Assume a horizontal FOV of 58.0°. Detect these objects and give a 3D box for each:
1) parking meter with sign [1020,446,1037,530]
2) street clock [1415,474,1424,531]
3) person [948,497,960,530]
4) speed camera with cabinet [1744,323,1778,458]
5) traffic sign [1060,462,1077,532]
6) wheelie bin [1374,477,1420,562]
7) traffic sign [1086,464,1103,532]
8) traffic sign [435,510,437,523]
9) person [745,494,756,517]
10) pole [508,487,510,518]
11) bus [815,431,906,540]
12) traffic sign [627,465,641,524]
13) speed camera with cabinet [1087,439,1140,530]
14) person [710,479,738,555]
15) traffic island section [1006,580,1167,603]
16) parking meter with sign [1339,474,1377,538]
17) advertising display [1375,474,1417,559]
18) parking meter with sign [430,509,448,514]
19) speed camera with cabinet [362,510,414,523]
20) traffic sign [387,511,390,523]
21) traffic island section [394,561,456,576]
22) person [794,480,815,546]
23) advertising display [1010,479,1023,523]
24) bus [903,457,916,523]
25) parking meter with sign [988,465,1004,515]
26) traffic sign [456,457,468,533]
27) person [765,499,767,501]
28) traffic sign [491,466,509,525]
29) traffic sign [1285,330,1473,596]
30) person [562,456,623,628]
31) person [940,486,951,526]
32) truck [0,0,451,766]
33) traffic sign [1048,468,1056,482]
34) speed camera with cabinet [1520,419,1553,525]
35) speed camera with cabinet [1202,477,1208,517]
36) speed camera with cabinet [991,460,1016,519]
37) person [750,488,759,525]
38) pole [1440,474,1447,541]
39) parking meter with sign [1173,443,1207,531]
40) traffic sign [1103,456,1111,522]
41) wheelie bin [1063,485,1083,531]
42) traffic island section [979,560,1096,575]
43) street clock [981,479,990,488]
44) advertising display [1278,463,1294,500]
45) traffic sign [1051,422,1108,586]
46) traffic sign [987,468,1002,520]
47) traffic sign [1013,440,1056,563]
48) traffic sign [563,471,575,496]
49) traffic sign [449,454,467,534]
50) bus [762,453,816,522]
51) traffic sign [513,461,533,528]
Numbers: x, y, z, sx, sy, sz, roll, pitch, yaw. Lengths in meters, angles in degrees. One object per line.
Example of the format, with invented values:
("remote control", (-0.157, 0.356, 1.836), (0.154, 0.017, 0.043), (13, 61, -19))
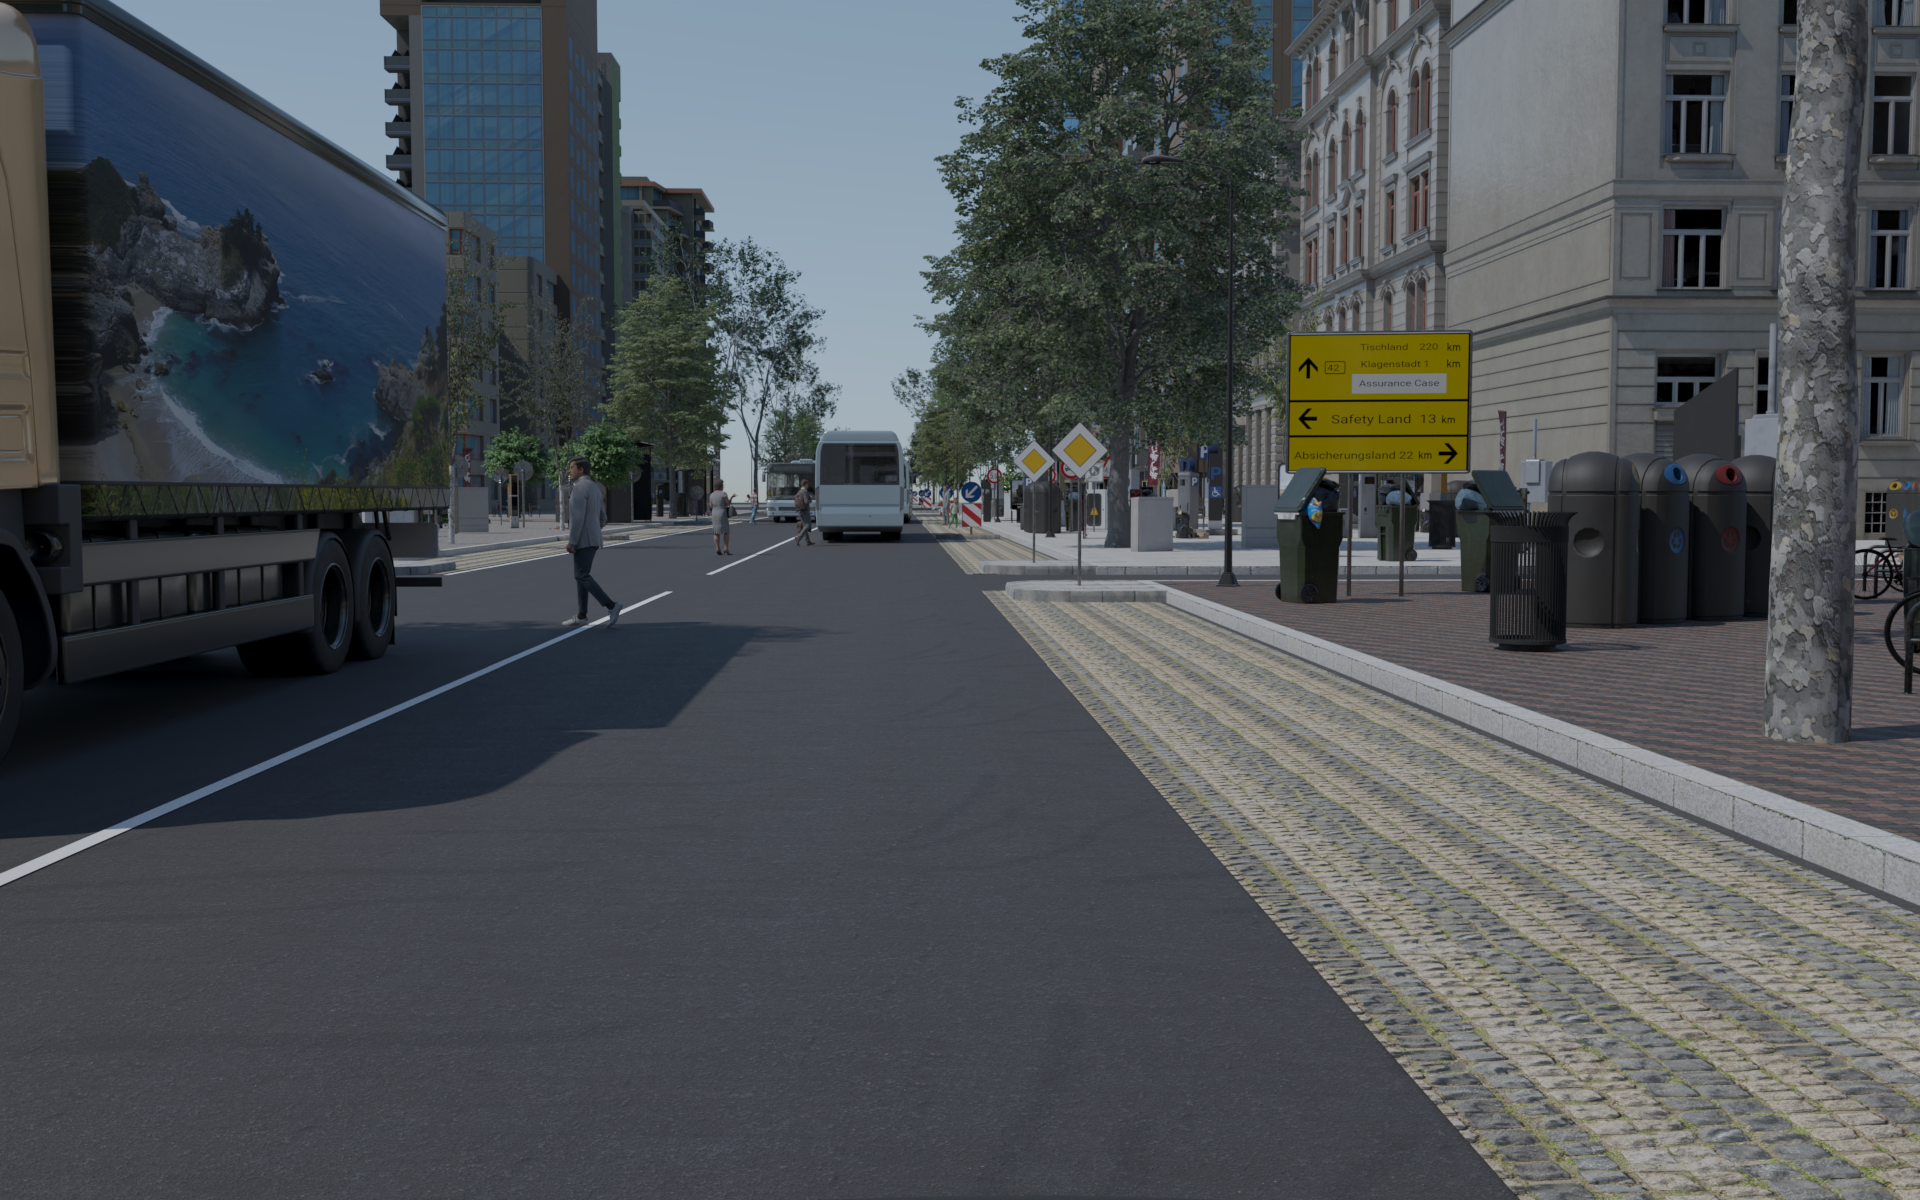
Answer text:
("parking meter with sign", (2.512, -4.053, 62.524), (0.543, 3.016, 1.738), (1, 4, 11))
("street clock", (15.997, -3.434, 60.720), (0.358, 2.002, 0.471), (-3, 5, -44))
("person", (-0.242, -3.478, 69.606), (0.306, 1.304, 0.590), (-3, 5, -44))
("speed camera with cabinet", (8.890, -1.553, 19.735), (2.038, 3.252, 0.660), (-2, 4, -23))
("traffic sign", (3.775, -3.581, 58.655), (0.768, 2.556, 0.104), (0, 4, 5))
("wheelie bin", (8.341, -1.540, 33.091), (0.693, 1.594, 0.980), (-1, 4, -16))
("traffic sign", (4.522, -3.441, 58.382), (0.606, 2.300, 0.079), (0, 4, -2))
("traffic sign", (-15.436, -3.118, 50.979), (0.884, 2.594, 0.081), (0, 4, 1))
("person", (-13.062, -5.907, 108.269), (0.628, 1.438, 0.799), (1, 4, 10))
("pole", (-24.165, -6.061, 92.944), (0.158, 3.312, 0.155), (0, 3, 0))
("bus", (-3.180, -3.786, 56.757), (2.948, 3.499, 13.247), (0, 4, -2))
("traffic sign", (-14.077, -4.541, 74.350), (0.768, 2.556, 0.104), (0, 4, 1))
("speed camera with cabinet", (5.447, -4.153, 62.239), (2.038, 3.252, 0.660), (3, 5, 39))
("person", (-5.498, -1.944, 40.641), (0.716, 1.782, 0.532), (2, 4, 27))
("traffic island section", (1.689, -0.119, 24.227), (2.009, 0.180, 2.903), (0, 4, -2))
("parking meter with sign", (11.898, -3.297, 50.172), (1.738, 3.016, 0.543), (0, 4, 5))
("advertising display", (8.610, -1.774, 34.212), (0.974, 1.923, 0.123), (-2, 4, -29))
("parking meter with sign", (-24.496, -5.184, 81.017), (0.543, 3.016, 1.738), (-3, 5, -40))
("speed camera with cabinet", (-13.188, -2.690, 38.324), (2.038, 3.252, 0.660), (-3, 5, -41))
("traffic sign", (-10.465, -1.717, 31.714), (0.795, 2.450, 0.064), (0, 4, -2))
("traffic island section", (-10.489, -0.581, 31.775), (2.009, 0.180, 2.903), (0, 4, -2))
("person", (-4.332, -2.414, 47.935), (0.822, 1.834, 0.622), (-3, 5, -42))
("advertising display", (2.679, -4.370, 76.661), (0.974, 1.923, 0.123), (-2, 4, -26))
("bus", (-3.790, -5.762, 89.073), (2.948, 3.499, 13.247), (0, 4, -1))
("parking meter with sign", (2.373, -6.603, 104.216), (0.543, 3.016, 1.738), (2, 4, 35))
("traffic sign", (-16.514, -3.471, 56.851), (0.768, 2.556, 0.104), (0, 4, 1))
("person", (-11.770, -6.137, 109.666), (1.217, 1.723, 0.721), (-1, 4, -14))
("traffic sign", (-18.751, -4.255, 70.749), (0.795, 2.450, 0.064), (0, 4, 5))
("traffic sign", (5.217, -1.700, 21.666), (2.265, 3.308, 0.079), (0, 4, 7))
("person", (-3.974, -0.635, 18.722), (0.795, 1.843, 0.661), (1, 4, 13))
("person", (-0.618, -4.251, 78.099), (0.391, 1.810, 0.635), (-1, 4, -22))
("truck", (-6.060, -1.390, 11.634), (2.839, 4.237, 11.283), (0, 4, -2))
("traffic sign", (4.181, -5.023, 82.236), (0.768, 2.556, 0.104), (0, 4, -1))
("speed camera with cabinet", (15.825, -3.129, 45.493), (2.038, 3.252, 0.660), (3, 4, 38))
("speed camera with cabinet", (13.962, -6.293, 97.221), (0.660, 3.252, 2.038), (1, 4, 13))
("speed camera with cabinet", (2.402, -5.792, 89.042), (2.038, 3.252, 0.660), (3, 4, 39))
("person", (-9.670, -4.402, 81.310), (0.643, 1.720, 0.563), (-2, 4, -34))
("pole", (12.089, -3.022, 43.258), (0.158, 3.312, 0.155), (0, 3, 0))
("parking meter with sign", (7.859, -3.868, 59.502), (0.543, 3.016, 1.738), (-2, 4, -31))
("traffic sign", (5.035, -3.582, 58.567), (0.884, 2.594, 0.081), (0, 4, -1))
("wheelie bin", (3.969, -3.176, 59.844), (0.693, 1.594, 0.980), (-1, 4, -19))
("traffic island section", (1.395, -0.607, 32.207), (2.009, 0.180, 2.903), (0, 4, -2))
("street clock", (1.269, -4.971, 85.850), (0.358, 2.002, 0.471), (3, 5, 43))
("advertising display", (6.950, -1.847, 35.407), (0.974, 1.923, 0.123), (3, 5, 40))
("traffic sign", (1.666, -1.254, 24.149), (0.795, 2.450, 0.064), (0, 4, -2))
("traffic sign", (1.687, -5.170, 84.630), (0.768, 2.556, 0.104), (0, 4, 5))
("traffic sign", (1.372, -1.742, 32.129), (0.795, 2.450, 0.064), (0, 4, -2))
("traffic sign", (-17.013, -4.488, 75.516), (0.606, 2.300, 0.079), (0, 4, 1))
("traffic sign", (-16.157, -3.383, 55.421), (0.768, 2.556, 0.104), (0, 4, 0))
("bus", (-8.278, -5.868, 90.798), (2.948, 3.499, 13.247), (0, 4, 0))
("traffic sign", (-16.701, -4.045, 66.242), (0.768, 2.556, 0.104), (0, 4, 1))
